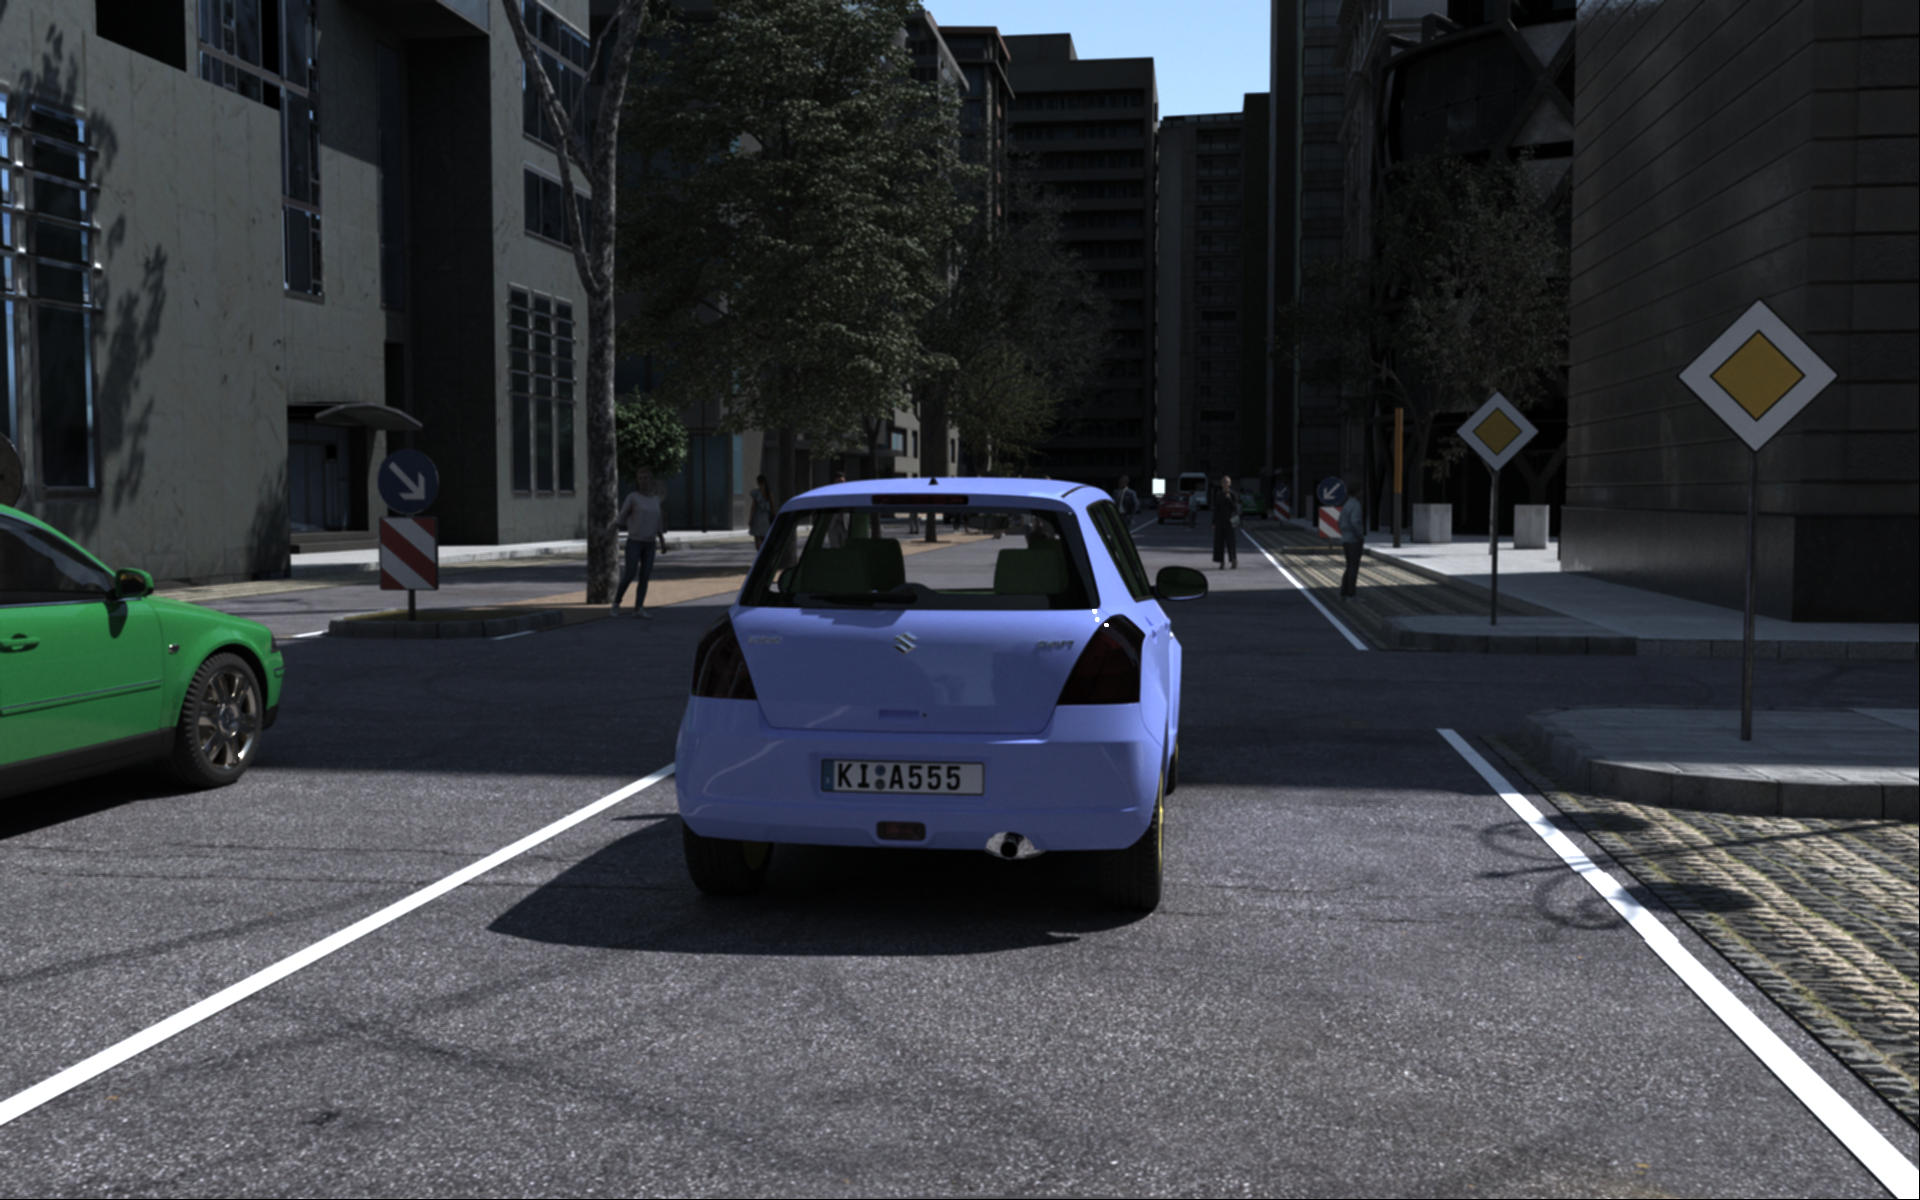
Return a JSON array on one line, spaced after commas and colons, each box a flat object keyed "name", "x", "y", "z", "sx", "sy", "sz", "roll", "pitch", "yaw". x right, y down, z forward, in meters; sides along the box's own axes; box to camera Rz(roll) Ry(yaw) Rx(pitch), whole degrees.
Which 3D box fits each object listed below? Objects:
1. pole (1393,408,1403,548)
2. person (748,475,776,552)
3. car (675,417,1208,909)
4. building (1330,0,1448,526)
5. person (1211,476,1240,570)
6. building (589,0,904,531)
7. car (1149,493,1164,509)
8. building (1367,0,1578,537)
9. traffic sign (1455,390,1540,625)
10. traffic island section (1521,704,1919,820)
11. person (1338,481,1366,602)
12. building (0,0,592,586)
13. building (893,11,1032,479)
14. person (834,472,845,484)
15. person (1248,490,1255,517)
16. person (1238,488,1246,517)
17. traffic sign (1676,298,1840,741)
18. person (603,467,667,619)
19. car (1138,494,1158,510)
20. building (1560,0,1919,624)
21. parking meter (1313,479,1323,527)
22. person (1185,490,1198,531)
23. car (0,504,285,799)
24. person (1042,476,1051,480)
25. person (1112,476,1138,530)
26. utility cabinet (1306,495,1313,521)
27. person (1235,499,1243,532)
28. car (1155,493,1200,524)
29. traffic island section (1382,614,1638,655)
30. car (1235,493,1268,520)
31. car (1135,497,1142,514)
[{"name": "pole", "x": 10.410, "y": -2.895, "z": 41.168, "sx": 0.158, "sy": 3.312, "sz": 0.155, "roll": 0, "pitch": 3, "yaw": 0}, {"name": "person", "x": -3.846, "y": -1.548, "z": 33.904, "sx": 0.616, "sy": 1.811, "sz": 0.778, "roll": -1, "pitch": 4, "yaw": -17}, {"name": "car", "x": 0.074, "y": 0.135, "z": 7.378, "sx": 1.945, "sy": 1.707, "sz": 3.694, "roll": 1, "pitch": 4, "yaw": 8}, {"name": "building", "x": 24.400, "y": -17.773, "z": 77.981, "sx": 14.401, "sy": 28.519, "sz": 23.554, "roll": 0, "pitch": 4, "yaw": 8}, {"name": "person", "x": 5.045, "y": -1.470, "z": 32.955, "sx": 0.576, "sy": 1.772, "sz": 0.534, "roll": 1, "pitch": 4, "yaw": 18}, {"name": "building", "x": -15.570, "y": -27.715, "z": 72.741, "sx": 23.786, "sy": 49.044, "sz": 30.456, "roll": 0, "pitch": 4, "yaw": 8}, {"name": "car", "x": 19.176, "y": -9.627, "z": 166.448, "sx": 2.155, "sy": 1.783, "sz": 4.494, "roll": 1, "pitch": 4, "yaw": 10}, {"name": "building", "x": 22.073, "y": -11.608, "z": 57.250, "sx": 16.820, "sy": 18.784, "sz": 16.811, "roll": 0, "pitch": 4, "yaw": 8}, {"name": "traffic sign", "x": 5.212, "y": -0.809, "z": 16.869, "sx": 0.795, "sy": 2.450, "sz": 0.064, "roll": 0, "pitch": 4, "yaw": 8}, {"name": "traffic island section", "x": 4.117, "y": 0.810, "z": 9.036, "sx": 2.009, "sy": 0.180, "sz": 2.903, "roll": 0, "pitch": 4, "yaw": 8}, {"name": "person", "x": 5.185, "y": -0.765, "z": 22.823, "sx": 0.330, "sy": 1.601, "sz": 0.589, "roll": 0, "pitch": 3, "yaw": 0}, {"name": "building", "x": -21.775, "y": -44.083, "z": 33.433, "sx": 22.319, "sy": 86.520, "sz": 31.000, "roll": 0, "pitch": 4, "yaw": 8}, {"name": "building", "x": -8.505, "y": -30.932, "z": 160.369, "sx": 28.867, "sy": 44.769, "sz": 22.147, "roll": 0, "pitch": 4, "yaw": 8}, {"name": "person", "x": -1.967, "y": -1.196, "z": 28.330, "sx": 0.678, "sy": 1.792, "sz": 0.850, "roll": -1, "pitch": 4, "yaw": -12}, {"name": "person", "x": 18.533, "y": -6.190, "z": 110.647, "sx": 0.436, "sy": 1.711, "sz": 0.756, "roll": -1, "pitch": 4, "yaw": -23}, {"name": "person", "x": 17.877, "y": -6.178, "z": 109.514, "sx": 0.705, "sy": 1.824, "sz": 1.348, "roll": 3, "pitch": 5, "yaw": 39}, {"name": "traffic sign", "x": 4.093, "y": -0.325, "z": 8.962, "sx": 0.795, "sy": 2.450, "sz": 0.064, "roll": 0, "pitch": 4, "yaw": 8}, {"name": "person", "x": -3.808, "y": -0.657, "z": 19.908, "sx": 0.598, "sy": 1.740, "sz": 0.731, "roll": 3, "pitch": 4, "yaw": 38}, {"name": "car", "x": 17.460, "y": -9.116, "z": 161.046, "sx": 2.014, "sy": 1.417, "sz": 4.499, "roll": 1, "pitch": 4, "yaw": 8}, {"name": "building", "x": 21.097, "y": -13.644, "z": 20.345, "sx": 25.104, "sy": 27.353, "sz": 12.463, "roll": 0, "pitch": 4, "yaw": 8}, {"name": "parking meter", "x": 13.996, "y": -3.784, "z": 67.577, "sx": 0.399, "sy": 1.863, "sz": 0.255, "roll": 0, "pitch": 4, "yaw": -2}, {"name": "person", "x": 9.053, "y": -3.503, "z": 67.588, "sx": 0.589, "sy": 1.601, "sz": 0.330, "roll": -3, "pitch": 5, "yaw": -44}, {"name": "car", "x": -4.652, "y": 0.097, "z": 7.218, "sx": 1.959, "sy": 1.807, "sz": 4.718, "roll": 1, "pitch": 4, "yaw": 9}, {"name": "person", "x": 1.771, "y": -1.647, "z": 35.527, "sx": 0.767, "sy": 1.812, "sz": 0.694, "roll": 2, "pitch": 4, "yaw": 33}, {"name": "person", "x": 3.287, "y": -1.634, "z": 35.396, "sx": 0.721, "sy": 1.800, "sz": 0.419, "roll": 2, "pitch": 4, "yaw": 28}, {"name": "utility cabinet", "x": 16.597, "y": -4.301, "z": 81.480, "sx": 0.306, "sy": 1.237, "sz": 1.020, "roll": -1, "pitch": 4, "yaw": -10}, {"name": "person", "x": 10.629, "y": -3.236, "z": 66.091, "sx": 0.332, "sy": 1.250, "sz": 0.352, "roll": 1, "pitch": 4, "yaw": 20}, {"name": "car", "x": 10.478, "y": -4.556, "z": 83.527, "sx": 2.155, "sy": 1.783, "sz": 4.494, "roll": 0, "pitch": 4, "yaw": 8}, {"name": "traffic island section", "x": 5.237, "y": 0.326, "z": 16.943, "sx": 2.009, "sy": 0.180, "sz": 2.903, "roll": 0, "pitch": 4, "yaw": 8}, {"name": "car", "x": 16.645, "y": -5.520, "z": 99.043, "sx": 1.959, "sy": 1.807, "sz": 4.718, "roll": 0, "pitch": 4, "yaw": 8}, {"name": "car", "x": 12.191, "y": -6.966, "z": 126.249, "sx": 2.083, "sy": 1.381, "sz": 4.827, "roll": 1, "pitch": 4, "yaw": 9}]
